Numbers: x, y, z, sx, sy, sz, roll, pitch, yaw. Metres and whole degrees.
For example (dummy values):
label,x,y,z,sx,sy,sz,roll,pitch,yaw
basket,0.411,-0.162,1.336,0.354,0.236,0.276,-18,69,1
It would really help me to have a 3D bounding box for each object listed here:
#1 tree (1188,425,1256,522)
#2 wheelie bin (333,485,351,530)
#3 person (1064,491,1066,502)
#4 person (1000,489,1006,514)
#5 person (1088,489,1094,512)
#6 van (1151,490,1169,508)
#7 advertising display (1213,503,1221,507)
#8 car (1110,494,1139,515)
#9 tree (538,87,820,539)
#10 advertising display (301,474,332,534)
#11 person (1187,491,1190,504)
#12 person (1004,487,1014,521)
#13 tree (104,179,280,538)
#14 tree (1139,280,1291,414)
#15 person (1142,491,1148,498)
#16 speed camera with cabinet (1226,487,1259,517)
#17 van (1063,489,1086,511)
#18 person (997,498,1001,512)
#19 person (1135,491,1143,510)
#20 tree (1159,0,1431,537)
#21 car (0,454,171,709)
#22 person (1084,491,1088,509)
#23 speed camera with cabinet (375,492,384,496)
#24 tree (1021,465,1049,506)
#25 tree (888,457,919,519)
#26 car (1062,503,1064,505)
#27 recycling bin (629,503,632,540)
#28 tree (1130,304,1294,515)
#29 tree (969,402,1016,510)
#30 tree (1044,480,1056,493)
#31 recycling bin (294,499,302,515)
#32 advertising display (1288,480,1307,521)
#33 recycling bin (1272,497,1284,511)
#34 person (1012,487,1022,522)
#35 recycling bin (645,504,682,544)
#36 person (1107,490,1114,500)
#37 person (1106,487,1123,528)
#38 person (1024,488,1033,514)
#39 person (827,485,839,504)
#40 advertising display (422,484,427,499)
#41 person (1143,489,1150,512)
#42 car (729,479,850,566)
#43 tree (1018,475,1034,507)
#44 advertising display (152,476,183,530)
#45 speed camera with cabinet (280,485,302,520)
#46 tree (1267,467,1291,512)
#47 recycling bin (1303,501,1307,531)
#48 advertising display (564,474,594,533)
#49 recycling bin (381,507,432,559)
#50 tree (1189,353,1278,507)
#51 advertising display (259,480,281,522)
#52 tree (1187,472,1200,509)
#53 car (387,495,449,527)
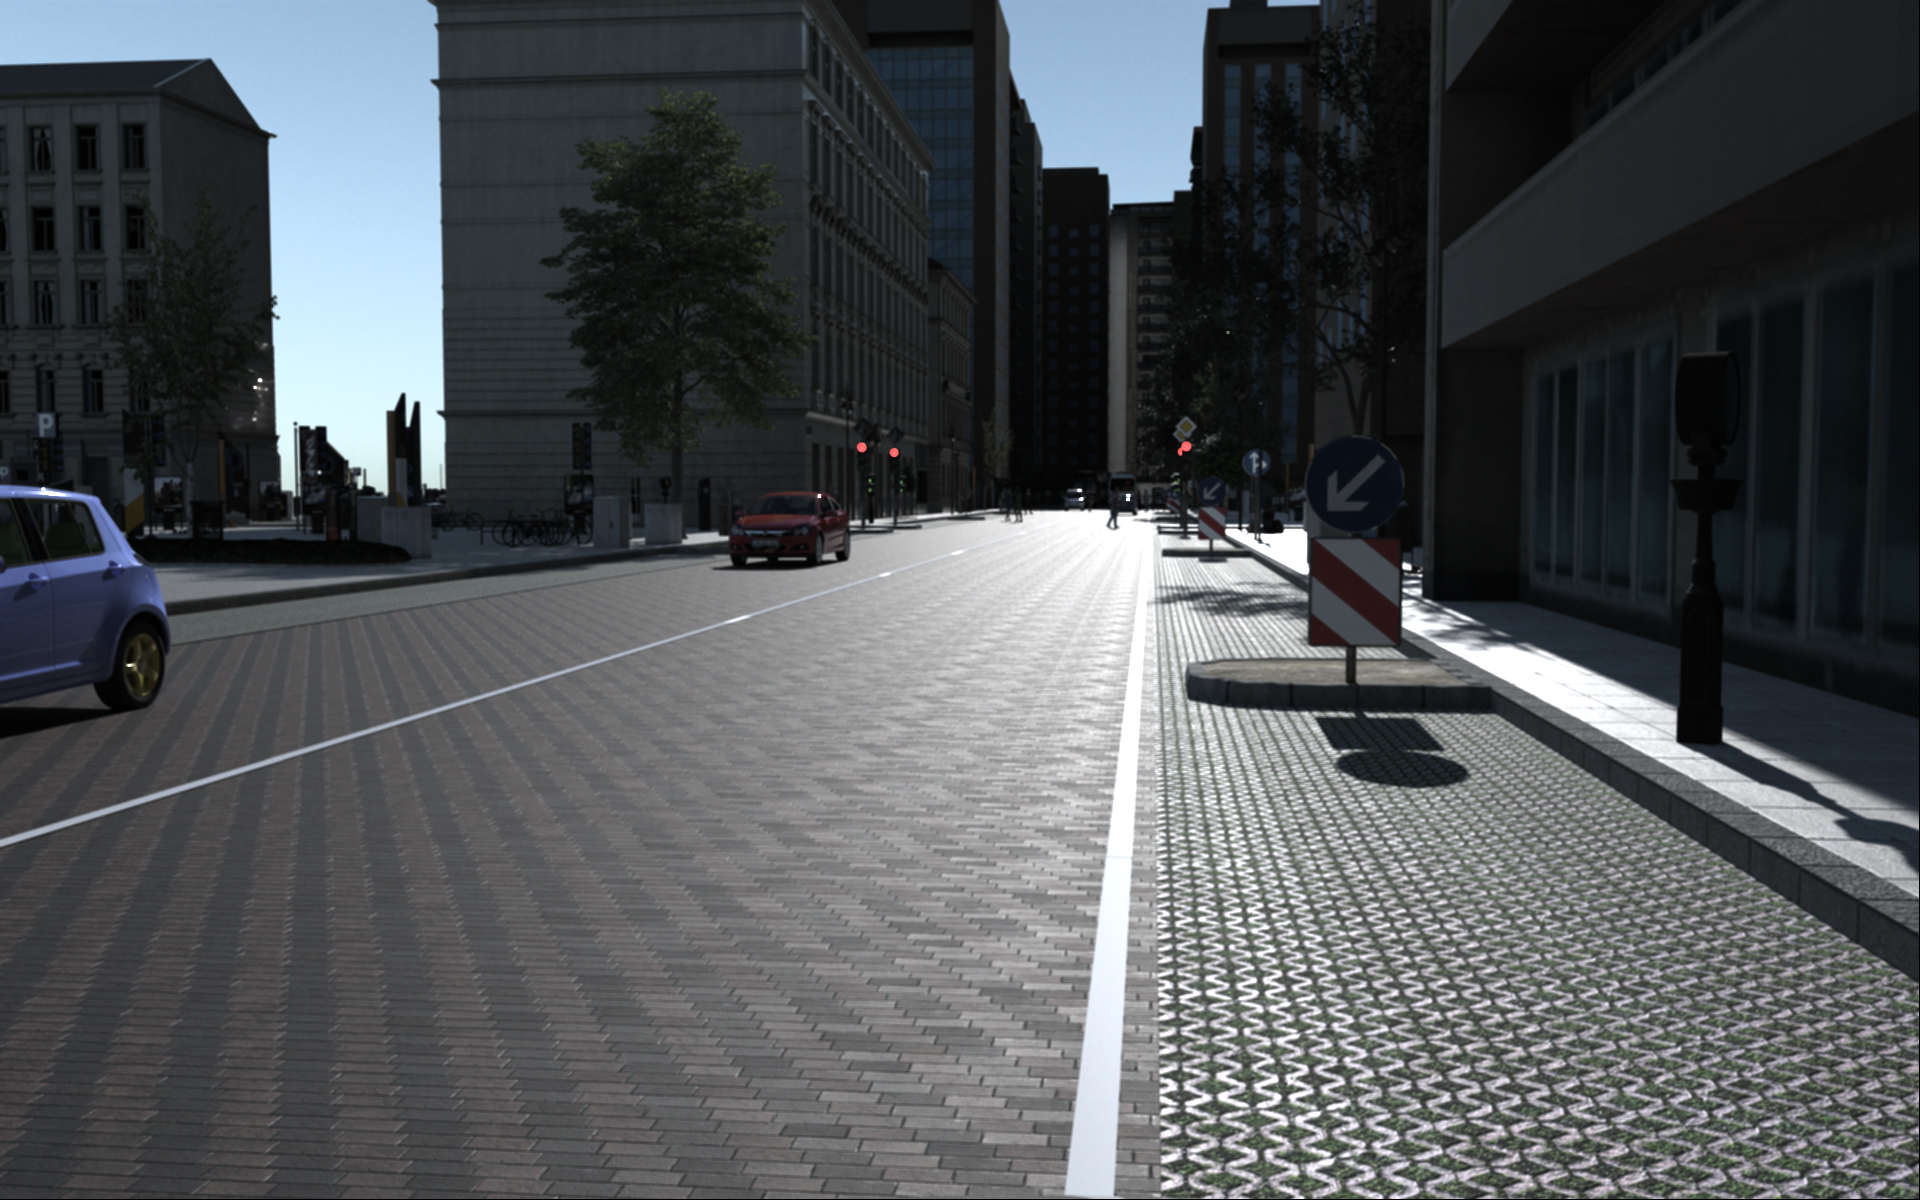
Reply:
label,x,y,z,sx,sy,sz,roll,pitch,yaw
tree,12.442,-5.975,81.413,4.285,4.588,4.351,0,3,0
wheelie bin,-22.382,-3.355,62.760,0.980,1.594,0.693,0,4,8
person,12.663,-12.231,208.488,1.348,1.823,0.705,3,4,39
person,3.000,-6.872,120.960,0.391,1.810,0.635,-2,4,-29
person,10.549,-8.020,139.597,0.573,1.828,0.580,-1,4,-16
van,20.875,-10.561,179.681,2.013,2.044,4.112,0,4,5
advertising display,12.679,-4.930,85.815,0.123,1.923,0.974,2,4,35
car,11.211,-6.503,118.330,2.014,1.417,4.499,0,4,8
tree,-7.832,-7.982,48.629,7.486,12.596,7.792,0,3,0
advertising display,-20.651,-3.084,55.643,0.974,1.923,0.123,-3,5,-43
person,29.667,-13.302,225.624,0.705,1.869,1.348,3,5,43
person,2.533,-5.095,91.834,0.581,1.822,0.654,3,5,44
tree,-18.271,-5.540,40.943,4.737,8.622,4.395,0,3,0
tree,20.914,-17.460,141.361,12.611,20.169,13.585,0,3,0
person,23.139,-12.628,214.972,1.348,1.824,0.705,-3,5,-41
speed camera with cabinet,15.758,-6.273,96.900,2.038,3.252,0.660,0,4,-3
van,9.908,-8.731,149.755,2.013,2.044,4.112,0,4,6
person,2.866,-6.854,125.584,0.382,1.210,0.505,-3,5,-44
person,15.893,-8.799,153.046,1.217,1.739,0.721,-2,4,-32
tree,7.473,-6.044,33.236,8.767,10.594,7.601,2,4,32
car,-6.373,-0.045,10.330,1.945,1.707,3.694,0,4,4
person,12.104,-9.823,169.644,0.750,1.759,0.617,-1,4,-9
speed camera with cabinet,-44.926,-8.607,135.063,2.038,3.252,0.660,-1,4,-23
tree,8.347,-12.791,192.854,4.285,4.588,4.351,0,3,0
tree,-2.735,-5.870,90.574,1.663,3.219,1.824,0,3,0
car,13.652,-12.779,218.533,1.945,1.707,3.694,0,4,5
recycling bin,-9.602,-2.180,48.205,0.722,1.027,0.722,1,4,16
tree,14.899,-11.450,104.209,9.611,12.733,9.660,0,3,0
tree,2.223,-11.531,138.897,4.360,8.622,3.978,0,3,0
tree,11.245,-13.963,222.896,1.663,3.219,1.824,0,3,0
recycling bin,-41.276,-5.810,107.543,0.722,1.027,0.722,-1,4,-17
advertising display,15.906,-4.658,81.377,0.974,1.923,0.123,1,4,9
recycling bin,23.690,-7.120,128.965,0.722,1.027,0.722,1,4,21
person,2.970,-4.849,88.029,0.529,1.795,0.600,-2,4,-26
recycling bin,-7.631,-1.958,44.562,0.722,1.027,0.722,1,4,20
person,13.759,-8.995,155.559,0.705,1.826,1.348,-3,4,-37
person,6.514,-3.889,72.930,0.643,1.720,0.563,1,4,17
person,4.858,-6.985,122.478,0.659,1.850,0.755,-2,4,-33
person,-4.987,-3.532,66.643,0.834,1.777,0.661,3,4,36
advertising display,-33.338,-6.275,107.807,0.123,1.923,0.974,-2,4,-27
person,15.214,-8.122,141.386,0.635,1.810,0.391,-2,4,-35
car,-3.491,-1.644,35.919,2.155,1.783,4.494,0,4,8
tree,6.753,-11.128,176.541,1.663,3.219,1.824,0,3,0
advertising display,-28.263,-3.462,61.813,0.974,1.923,0.123,-2,4,-35
speed camera with cabinet,-33.055,-5.597,85.838,2.038,3.252,0.660,-1,4,-13
tree,22.952,-7.886,123.531,1.663,3.219,1.824,0,3,0
recycling bin,12.223,-2.863,59.364,0.722,1.027,0.722,-1,4,-11
advertising display,-12.479,-3.153,56.758,0.974,1.923,0.123,-2,4,-32
recycling bin,-11.073,-1.353,34.669,0.722,1.027,0.722,1,4,13
tree,14.132,-8.580,90.653,4.360,8.622,3.978,0,3,0
advertising display,-32.259,-4.634,80.986,0.974,1.923,0.123,-2,4,-35
tree,20.543,-9.553,150.799,1.663,3.219,1.824,0,3,0
car,-23.088,-3.570,70.367,4.499,1.417,2.014,1,4,8
